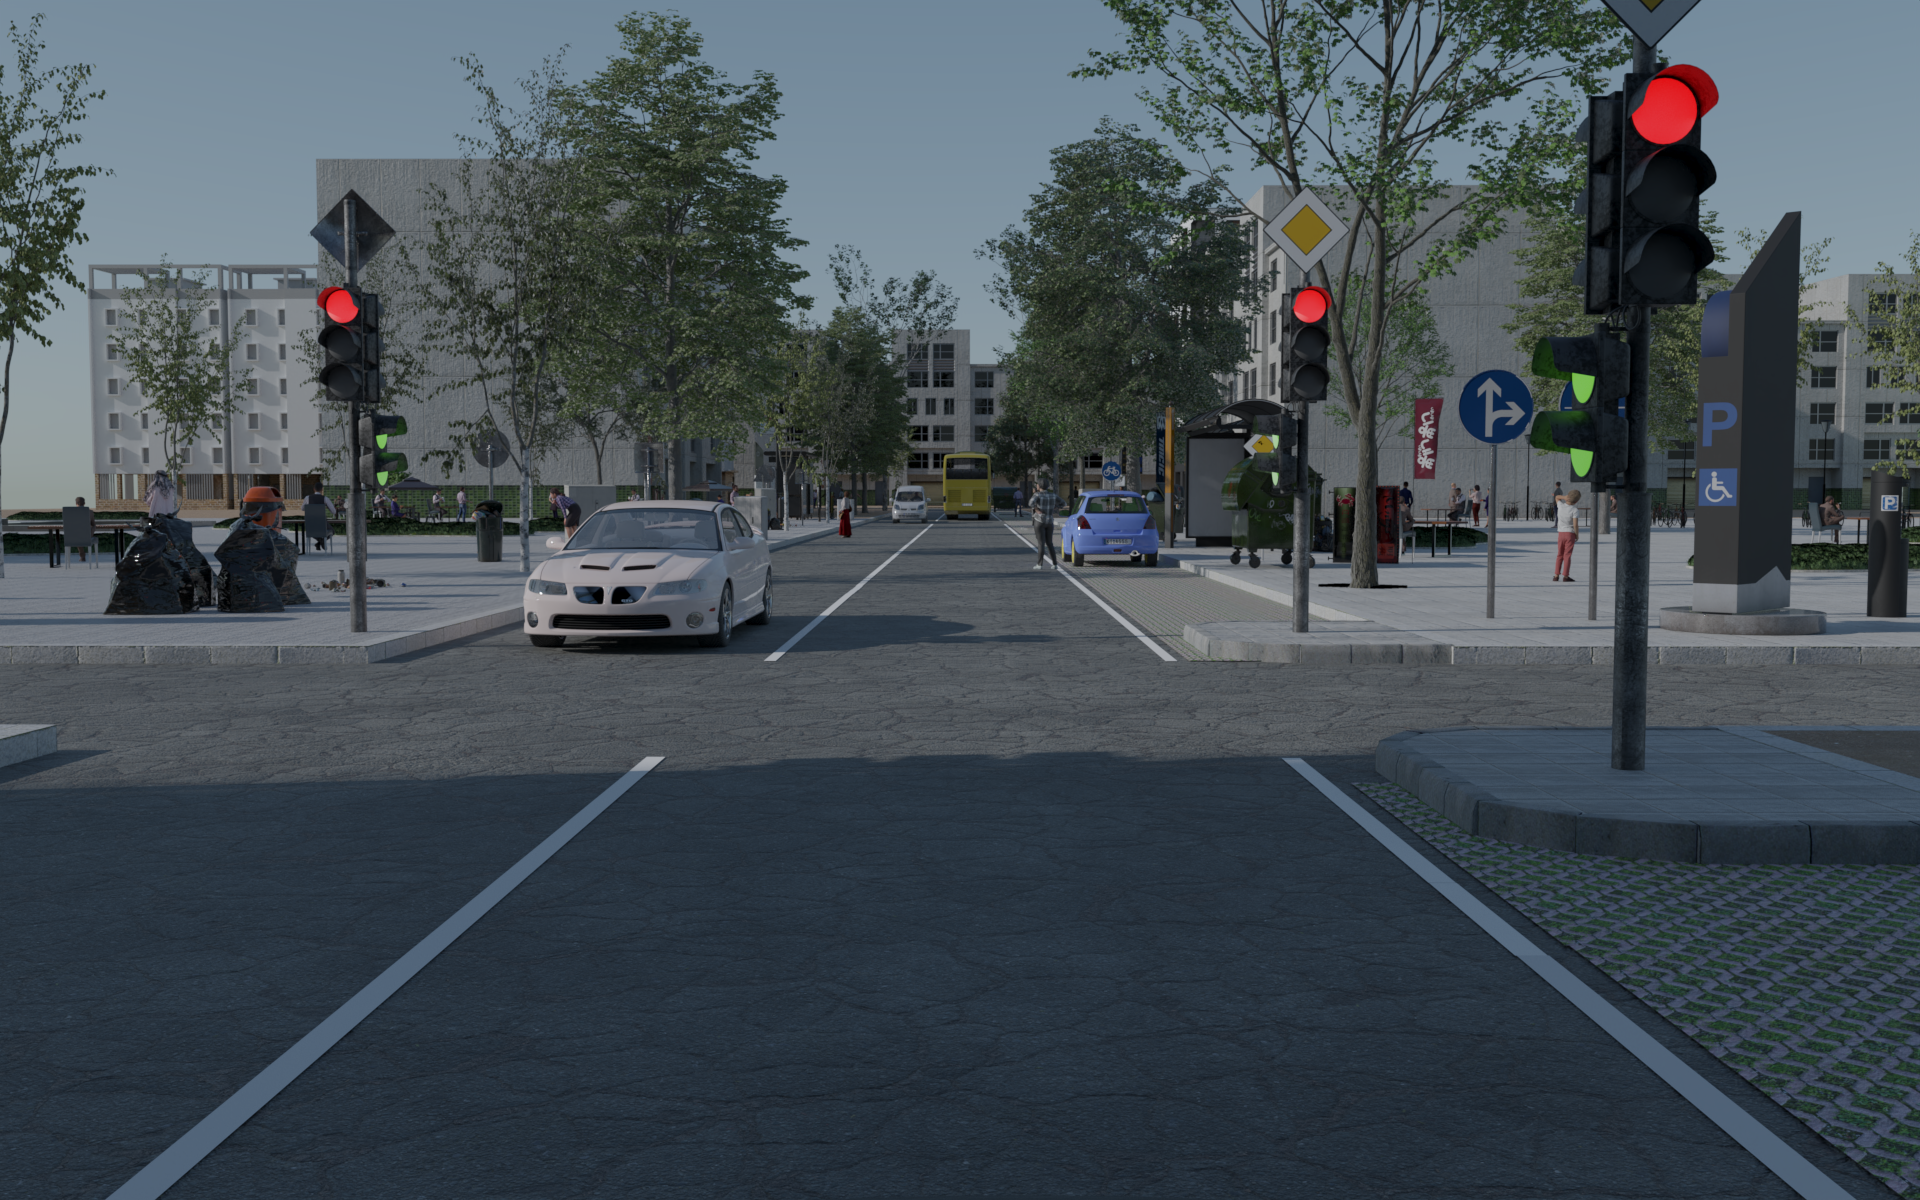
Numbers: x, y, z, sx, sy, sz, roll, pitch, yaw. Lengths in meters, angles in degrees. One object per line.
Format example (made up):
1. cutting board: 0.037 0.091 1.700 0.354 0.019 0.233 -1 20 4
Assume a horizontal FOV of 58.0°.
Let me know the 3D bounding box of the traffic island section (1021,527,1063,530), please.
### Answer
1. traffic island section: 3.427 -2.817 68.919 1.991 0.108 1.994 0 4 0

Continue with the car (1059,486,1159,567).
1. car: 3.004 -1.570 35.260 1.945 1.707 3.694 0 4 -2

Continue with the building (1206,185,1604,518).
1. building: 25.738 -14.764 107.853 16.747 18.905 31.486 0 4 0

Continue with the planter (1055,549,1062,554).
1. planter: 3.301 -1.274 41.969 1.991 0.319 1.994 0 4 0

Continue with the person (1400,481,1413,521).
1. person: 16.092 -3.408 62.475 0.576 1.737 0.504 2 4 28

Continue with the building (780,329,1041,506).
1. building: -7.312 -20.062 194.466 31.486 18.905 16.747 0 4 0

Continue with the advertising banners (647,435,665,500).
1. advertising banners: -9.014 -3.374 51.357 0.090 3.025 2.074 0 4 3

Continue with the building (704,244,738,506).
1. building: -25.033 -16.671 128.992 16.016 20.091 11.380 0 4 0

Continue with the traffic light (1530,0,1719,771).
1. traffic light: 3.107 -1.166 7.989 0.839 4.253 0.868 0 4 0

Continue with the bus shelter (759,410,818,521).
1. bus shelter: -8.528 -6.619 85.857 2.179 5.291 8.768 0 4 0

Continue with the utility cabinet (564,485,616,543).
1. utility cabinet: -8.722 -1.972 40.923 1.173 1.500 0.318 -2 4 -33

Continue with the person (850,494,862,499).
1. person: -7.660 -7.366 127.181 0.721 1.736 1.217 3 5 39

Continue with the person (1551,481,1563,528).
1. person: 22.563 -3.618 65.725 0.617 1.759 0.750 -2 4 -28

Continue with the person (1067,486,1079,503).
1. person: 7.490 -6.476 111.951 1.348 1.821 0.705 2 4 34

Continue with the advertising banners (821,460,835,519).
1. advertising banners: -6.727 -5.609 87.888 0.090 3.025 2.074 1 4 14

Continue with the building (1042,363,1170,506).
1. building: 24.390 -20.009 193.608 31.486 18.905 16.747 0 4 0

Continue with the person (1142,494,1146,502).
1. person: 18.246 -9.796 171.860 0.628 1.438 0.799 -2 4 -30

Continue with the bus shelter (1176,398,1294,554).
1. bus shelter: 6.254 -2.787 39.495 2.014 3.302 5.546 0 4 0

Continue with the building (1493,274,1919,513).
1. building: 63.915 -17.201 147.701 31.486 18.905 16.747 0 4 0

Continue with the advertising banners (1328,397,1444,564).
1. advertising banners: 7.822 -2.182 31.865 2.074 3.025 0.090 2 4 26

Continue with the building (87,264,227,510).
1. building: -65.561 -17.918 149.373 11.380 20.091 16.016 0 4 0

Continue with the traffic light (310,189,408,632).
1. traffic light: -5.577 -1.656 15.999 0.839 4.253 0.868 0 4 0

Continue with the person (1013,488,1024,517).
1. person: 3.685 -6.082 107.801 0.709 1.838 0.599 1 4 21

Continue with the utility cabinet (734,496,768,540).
1. utility cabinet: -5.850 -2.277 48.397 1.020 1.237 0.306 2 4 34

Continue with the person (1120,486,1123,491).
1. person: 11.502 -7.196 123.715 1.348 1.823 0.705 3 5 44

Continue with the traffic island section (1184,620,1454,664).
1. traffic island section: 3.184 0.379 16.088 2.009 0.180 2.903 0 4 0

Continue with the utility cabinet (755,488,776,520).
1. utility cabinet: -7.463 -3.543 66.609 0.318 1.500 1.173 1 4 23

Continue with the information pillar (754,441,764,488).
1. information pillar: -8.934 -5.235 76.943 0.183 3.616 0.504 3 5 41

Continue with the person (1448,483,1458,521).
1. person: 21.282 -4.155 74.530 0.434 1.755 0.990 0 4 -5

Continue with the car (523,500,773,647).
1. car: -3.050 -0.328 17.718 2.083 1.381 4.827 0 4 2

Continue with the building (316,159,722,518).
1. building: -25.437 -14.734 107.359 16.747 18.905 31.486 0 4 0

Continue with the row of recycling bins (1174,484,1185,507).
1. row of recycling bins: 8.347 -3.790 69.076 1.069 1.692 3.534 1 4 13

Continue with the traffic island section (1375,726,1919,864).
1. traffic island section: 3.147 0.867 8.103 2.009 0.180 2.903 0 4 0

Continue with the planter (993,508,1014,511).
1. planter: 3.787 -7.612 145.602 1.991 0.319 1.994 0 4 0

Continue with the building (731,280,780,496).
1. building: -32.315 -17.237 148.282 31.486 18.905 16.747 0 4 0

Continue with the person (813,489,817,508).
1. person: -12.983 -9.090 155.594 0.756 1.711 0.436 -3 5 -39

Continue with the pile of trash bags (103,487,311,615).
1. pile of trash bags: -8.470 -0.629 20.043 1.912 1.369 3.447 0 4 -7

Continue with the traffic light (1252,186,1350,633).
1. traffic light: 3.144 -1.655 15.974 0.839 4.253 0.868 0 4 0

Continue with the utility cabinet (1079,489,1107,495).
1. utility cabinet: 5.541 -3.901 72.464 1.173 1.500 0.318 -2 4 -26

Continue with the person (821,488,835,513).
1. person: -9.106 -6.883 119.398 1.217 1.723 0.721 2 4 27

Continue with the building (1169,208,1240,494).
1. building: 30.605 -18.108 140.043 27.936 21.610 32.646 0 4 0

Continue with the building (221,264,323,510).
1. building: -54.181 -17.920 149.411 11.380 20.091 16.016 0 4 0

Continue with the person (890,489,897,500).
1. person: -5.718 -8.952 153.194 0.721 1.735 1.217 3 5 45

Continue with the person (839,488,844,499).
1. person: -10.214 -8.823 150.375 0.705 1.814 1.350 1 4 21
